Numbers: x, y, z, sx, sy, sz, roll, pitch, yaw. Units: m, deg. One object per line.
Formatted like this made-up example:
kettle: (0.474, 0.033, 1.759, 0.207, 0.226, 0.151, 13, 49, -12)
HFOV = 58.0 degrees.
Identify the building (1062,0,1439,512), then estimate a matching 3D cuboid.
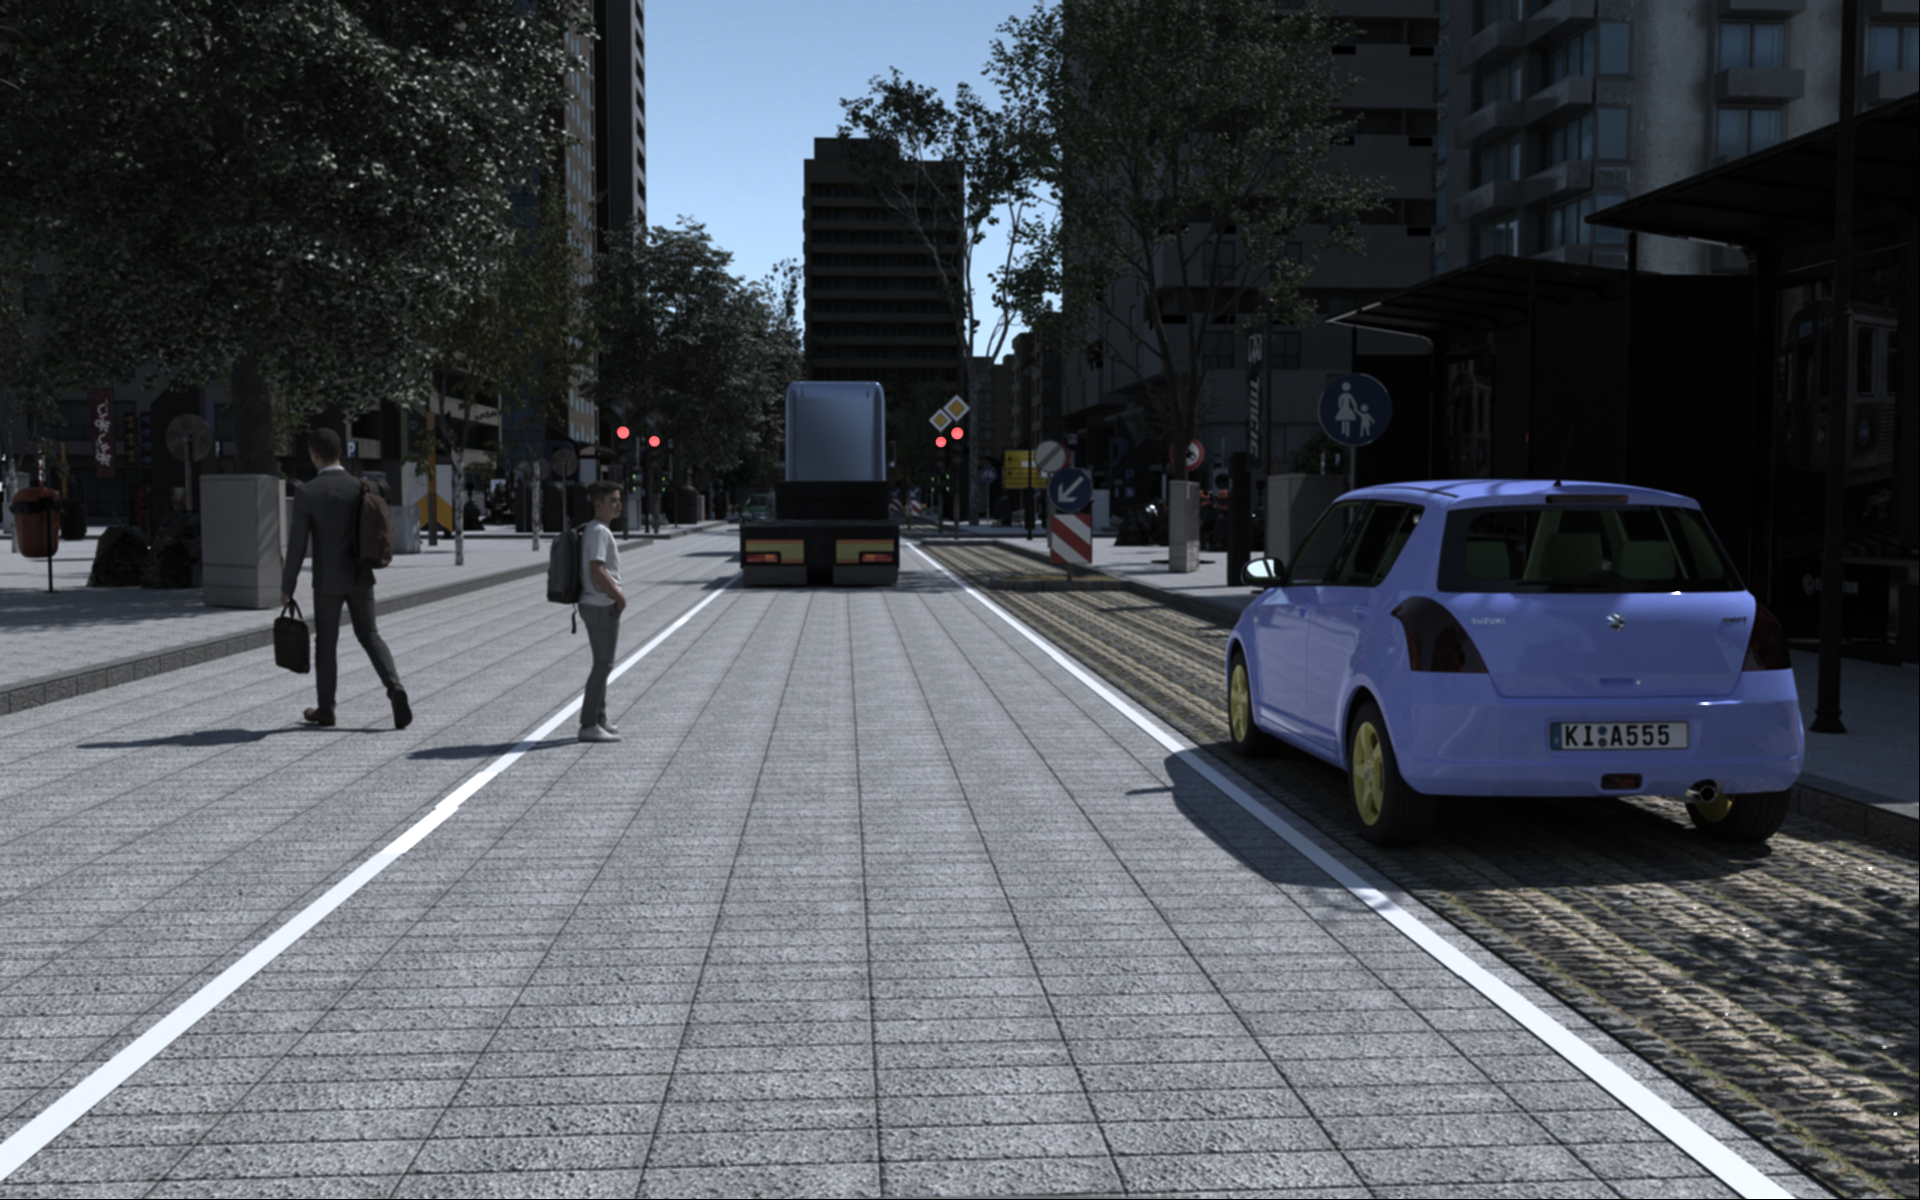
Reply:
building: (23.916, -34.413, 151.895, 28.713, 52.752, 27.495, 0, 4, -4)

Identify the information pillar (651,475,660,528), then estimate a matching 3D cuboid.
information pillar: (-11.656, -3.784, 66.354, 0.304, 2.012, 0.304, 0, 4, -5)

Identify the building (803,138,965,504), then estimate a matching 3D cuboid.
building: (-10.644, -37.631, 238.974, 21.600, 48.544, 21.300, 0, 4, -4)

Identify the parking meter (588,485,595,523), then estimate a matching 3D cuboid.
parking meter: (-9.115, -2.135, 43.313, 0.372, 1.533, 0.369, 0, 3, 0)

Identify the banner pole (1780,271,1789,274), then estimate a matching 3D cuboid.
banner pole: (8.200, -1.676, 17.419, 0.401, 3.779, 0.863, 1, 4, 14)

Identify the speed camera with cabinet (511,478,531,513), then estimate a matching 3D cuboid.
speed camera with cabinet: (-30.448, -7.753, 121.090, 0.660, 3.252, 2.038, 2, 4, 31)

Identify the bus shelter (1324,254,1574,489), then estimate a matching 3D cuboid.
bus shelter: (5.907, -1.765, 20.144, 1.731, 3.624, 6.357, 0, 4, -4)

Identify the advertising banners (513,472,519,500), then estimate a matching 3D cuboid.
advertising banners: (-32.398, -7.793, 123.605, 2.074, 3.025, 0.090, 0, 4, 3)

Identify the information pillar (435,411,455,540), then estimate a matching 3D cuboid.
information pillar: (-14.513, -3.506, 48.680, 0.504, 3.616, 0.183, -3, 5, -40)

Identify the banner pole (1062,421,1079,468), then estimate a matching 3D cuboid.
banner pole: (3.738, -4.253, 59.561, 0.863, 3.779, 0.401, -2, 4, -32)

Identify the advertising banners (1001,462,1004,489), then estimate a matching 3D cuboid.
advertising banners: (2.927, -6.057, 95.213, 2.074, 3.025, 0.090, -3, 5, -44)

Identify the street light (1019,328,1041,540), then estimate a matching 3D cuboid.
street light: (1.953, -4.618, 48.295, 0.468, 5.910, 1.993, 0, 4, -4)

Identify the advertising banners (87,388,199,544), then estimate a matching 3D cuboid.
advertising banners: (-13.396, -1.969, 28.388, 2.074, 3.025, 0.090, 1, 4, 15)

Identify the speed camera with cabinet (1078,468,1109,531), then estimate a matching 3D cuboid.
speed camera with cabinet: (4.742, -4.088, 61.179, 2.038, 3.252, 0.660, 3, 5, 44)

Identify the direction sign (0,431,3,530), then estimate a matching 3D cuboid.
direction sign: (-34.728, -4.309, 62.441, 0.876, 3.537, 0.379, 3, 4, 38)

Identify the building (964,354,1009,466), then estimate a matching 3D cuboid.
building: (14.308, -24.464, 245.027, 28.899, 21.520, 27.650, 0, 4, -4)

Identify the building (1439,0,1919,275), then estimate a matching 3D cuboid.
building: (38.455, -28.265, 81.749, 30.456, 49.044, 23.786, 0, 4, -4)

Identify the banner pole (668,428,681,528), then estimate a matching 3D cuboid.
banner pole: (-10.872, -4.620, 65.561, 0.401, 3.779, 0.863, 1, 4, 18)

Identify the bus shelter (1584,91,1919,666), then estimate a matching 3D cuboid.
bus shelter: (6.346, -1.253, 11.768, 1.731, 3.624, 6.357, 0, 4, -4)

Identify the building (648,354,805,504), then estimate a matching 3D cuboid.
building: (-36.033, -24.217, 240.994, 28.899, 21.520, 27.650, 0, 4, -4)

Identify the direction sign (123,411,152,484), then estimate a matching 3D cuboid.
direction sign: (-22.587, -3.404, 47.647, 0.876, 3.537, 0.379, 1, 4, 15)

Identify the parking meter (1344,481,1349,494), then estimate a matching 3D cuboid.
parking meter: (6.409, -1.263, 29.056, 0.372, 1.533, 0.369, 0, 3, 0)

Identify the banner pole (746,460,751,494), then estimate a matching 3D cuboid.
banner pole: (-16.317, -8.529, 129.471, 0.863, 3.779, 0.401, -3, 4, -38)

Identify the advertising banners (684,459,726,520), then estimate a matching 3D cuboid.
advertising banners: (-12.840, -5.562, 87.122, 2.074, 3.025, 0.090, 0, 4, 1)

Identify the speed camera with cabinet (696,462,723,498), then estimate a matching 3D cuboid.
speed camera with cabinet: (-15.150, -6.650, 103.070, 2.038, 3.252, 0.660, 0, 3, 0)

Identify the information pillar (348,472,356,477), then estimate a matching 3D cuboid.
information pillar: (-20.675, -3.318, 58.749, 0.304, 2.012, 0.304, -3, 4, -38)

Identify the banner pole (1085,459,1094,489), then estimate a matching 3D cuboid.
banner pole: (9.160, -8.153, 123.320, 0.863, 3.779, 0.401, 0, 4, 6)

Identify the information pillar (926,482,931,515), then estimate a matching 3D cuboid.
information pillar: (-1.941, -6.301, 107.517, 0.304, 2.012, 0.304, -1, 4, -11)

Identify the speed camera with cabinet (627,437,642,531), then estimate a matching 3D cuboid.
speed camera with cabinet: (-11.524, -4.072, 60.914, 0.660, 3.252, 2.038, -1, 4, -12)

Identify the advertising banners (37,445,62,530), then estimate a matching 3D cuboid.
advertising banners: (-32.319, -3.992, 61.462, 0.090, 3.025, 2.074, 0, 4, -8)

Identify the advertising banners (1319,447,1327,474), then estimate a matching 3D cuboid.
advertising banners: (13.966, -4.198, 64.817, 0.090, 3.025, 2.074, 3, 5, 44)

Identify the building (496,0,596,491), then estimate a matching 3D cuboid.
building: (-36.870, -29.730, 136.193, 14.600, 45.320, 14.200, 0, 4, -4)

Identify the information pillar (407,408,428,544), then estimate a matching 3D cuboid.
information pillar: (-14.030, -3.269, 44.797, 0.504, 3.616, 0.183, -1, 4, -11)

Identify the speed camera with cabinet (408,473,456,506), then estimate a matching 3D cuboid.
speed camera with cabinet: (-23.337, -5.029, 76.559, 2.038, 3.252, 0.660, -1, 4, -13)

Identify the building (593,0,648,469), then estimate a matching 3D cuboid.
building: (-47.176, -39.009, 179.803, 28.212, 58.520, 21.231, 0, 4, -4)

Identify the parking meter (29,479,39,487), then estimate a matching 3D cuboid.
parking meter: (-36.568, -3.831, 68.356, 0.399, 1.863, 0.255, 0, 4, 0)

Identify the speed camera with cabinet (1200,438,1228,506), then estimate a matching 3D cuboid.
speed camera with cabinet: (8.555, -4.078, 61.014, 2.038, 3.252, 0.660, 1, 4, 8)

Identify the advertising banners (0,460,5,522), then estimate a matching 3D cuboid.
advertising banners: (-49.079, -5.726, 89.808, 0.090, 3.025, 2.074, 0, 4, 5)

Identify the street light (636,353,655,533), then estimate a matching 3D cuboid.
street light: (-10.315, -5.146, 56.924, 0.468, 5.910, 1.993, 0, 4, -4)

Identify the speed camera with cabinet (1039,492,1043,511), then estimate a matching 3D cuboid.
speed camera with cabinet: (5.139, -8.249, 129.201, 2.038, 3.252, 0.660, 0, 4, 1)

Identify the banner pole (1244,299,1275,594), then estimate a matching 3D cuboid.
banner pole: (3.896, -1.988, 22.514, 0.401, 3.779, 0.863, -1, 4, -17)

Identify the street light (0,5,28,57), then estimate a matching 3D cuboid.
street light: (-7.395, -2.444, 12.741, 0.468, 5.910, 1.993, 0, 4, -4)

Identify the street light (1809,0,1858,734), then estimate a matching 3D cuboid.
street light: (4.689, -2.226, 9.179, 0.468, 5.910, 1.993, 0, 4, -4)

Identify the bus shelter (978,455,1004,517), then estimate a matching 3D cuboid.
bus shelter: (1.197, -6.084, 93.405, 2.014, 3.302, 5.546, 0, 4, -4)

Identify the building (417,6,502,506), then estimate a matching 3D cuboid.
building: (-41.897, -29.651, 108.488, 21.300, 48.544, 21.600, 0, 4, -4)

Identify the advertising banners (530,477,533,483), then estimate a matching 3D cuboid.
advertising banners: (-30.018, -7.850, 124.531, 0.090, 3.025, 2.074, 3, 4, 36)

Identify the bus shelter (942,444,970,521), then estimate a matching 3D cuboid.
bus shelter: (-0.200, -5.681, 84.162, 1.731, 3.624, 6.357, 0, 4, -4)

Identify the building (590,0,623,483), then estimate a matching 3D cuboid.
building: (-41.048, -43.724, 153.135, 20.563, 71.187, 20.611, 0, 4, -4)

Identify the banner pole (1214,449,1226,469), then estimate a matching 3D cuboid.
banner pole: (14.445, -6.487, 96.073, 0.863, 3.779, 0.401, 2, 4, 31)

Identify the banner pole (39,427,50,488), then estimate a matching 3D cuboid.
banner pole: (-34.080, -4.560, 64.567, 0.401, 3.779, 0.863, 0, 4, -2)

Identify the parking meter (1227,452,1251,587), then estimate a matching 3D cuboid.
parking meter: (3.895, -1.129, 24.169, 0.255, 1.863, 0.399, 0, 4, -5)

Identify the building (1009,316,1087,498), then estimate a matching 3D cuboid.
building: (20.587, -20.542, 180.894, 27.650, 21.520, 28.899, 0, 4, -4)

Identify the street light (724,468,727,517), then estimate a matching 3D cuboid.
street light: (-13.048, -7.541, 96.076, 0.468, 5.910, 1.993, 0, 4, -4)

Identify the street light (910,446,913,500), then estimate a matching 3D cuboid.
street light: (-3.712, -9.710, 131.545, 0.468, 5.910, 1.993, 0, 4, -4)

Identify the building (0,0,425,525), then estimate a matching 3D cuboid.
building: (-32.509, -18.623, 76.180, 14.160, 30.474, 14.107, 0, 4, -4)

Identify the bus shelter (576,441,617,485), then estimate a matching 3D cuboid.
bus shelter: (-14.709, -4.550, 68.319, 2.014, 3.302, 5.546, 0, 4, -4)

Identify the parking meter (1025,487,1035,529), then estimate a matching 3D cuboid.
parking meter: (2.539, -3.341, 63.042, 0.372, 1.533, 0.369, 0, 3, 0)

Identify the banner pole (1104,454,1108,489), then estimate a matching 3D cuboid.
banner pole: (9.057, -7.181, 107.427, 0.401, 3.779, 0.863, 1, 4, 22)

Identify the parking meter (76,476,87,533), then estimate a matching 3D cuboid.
parking meter: (-28.705, -3.112, 56.586, 0.255, 1.863, 0.399, -2, 4, -28)

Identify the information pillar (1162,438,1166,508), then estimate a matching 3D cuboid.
information pillar: (8.611, -5.001, 73.123, 0.183, 3.616, 0.504, 0, 4, -5)
